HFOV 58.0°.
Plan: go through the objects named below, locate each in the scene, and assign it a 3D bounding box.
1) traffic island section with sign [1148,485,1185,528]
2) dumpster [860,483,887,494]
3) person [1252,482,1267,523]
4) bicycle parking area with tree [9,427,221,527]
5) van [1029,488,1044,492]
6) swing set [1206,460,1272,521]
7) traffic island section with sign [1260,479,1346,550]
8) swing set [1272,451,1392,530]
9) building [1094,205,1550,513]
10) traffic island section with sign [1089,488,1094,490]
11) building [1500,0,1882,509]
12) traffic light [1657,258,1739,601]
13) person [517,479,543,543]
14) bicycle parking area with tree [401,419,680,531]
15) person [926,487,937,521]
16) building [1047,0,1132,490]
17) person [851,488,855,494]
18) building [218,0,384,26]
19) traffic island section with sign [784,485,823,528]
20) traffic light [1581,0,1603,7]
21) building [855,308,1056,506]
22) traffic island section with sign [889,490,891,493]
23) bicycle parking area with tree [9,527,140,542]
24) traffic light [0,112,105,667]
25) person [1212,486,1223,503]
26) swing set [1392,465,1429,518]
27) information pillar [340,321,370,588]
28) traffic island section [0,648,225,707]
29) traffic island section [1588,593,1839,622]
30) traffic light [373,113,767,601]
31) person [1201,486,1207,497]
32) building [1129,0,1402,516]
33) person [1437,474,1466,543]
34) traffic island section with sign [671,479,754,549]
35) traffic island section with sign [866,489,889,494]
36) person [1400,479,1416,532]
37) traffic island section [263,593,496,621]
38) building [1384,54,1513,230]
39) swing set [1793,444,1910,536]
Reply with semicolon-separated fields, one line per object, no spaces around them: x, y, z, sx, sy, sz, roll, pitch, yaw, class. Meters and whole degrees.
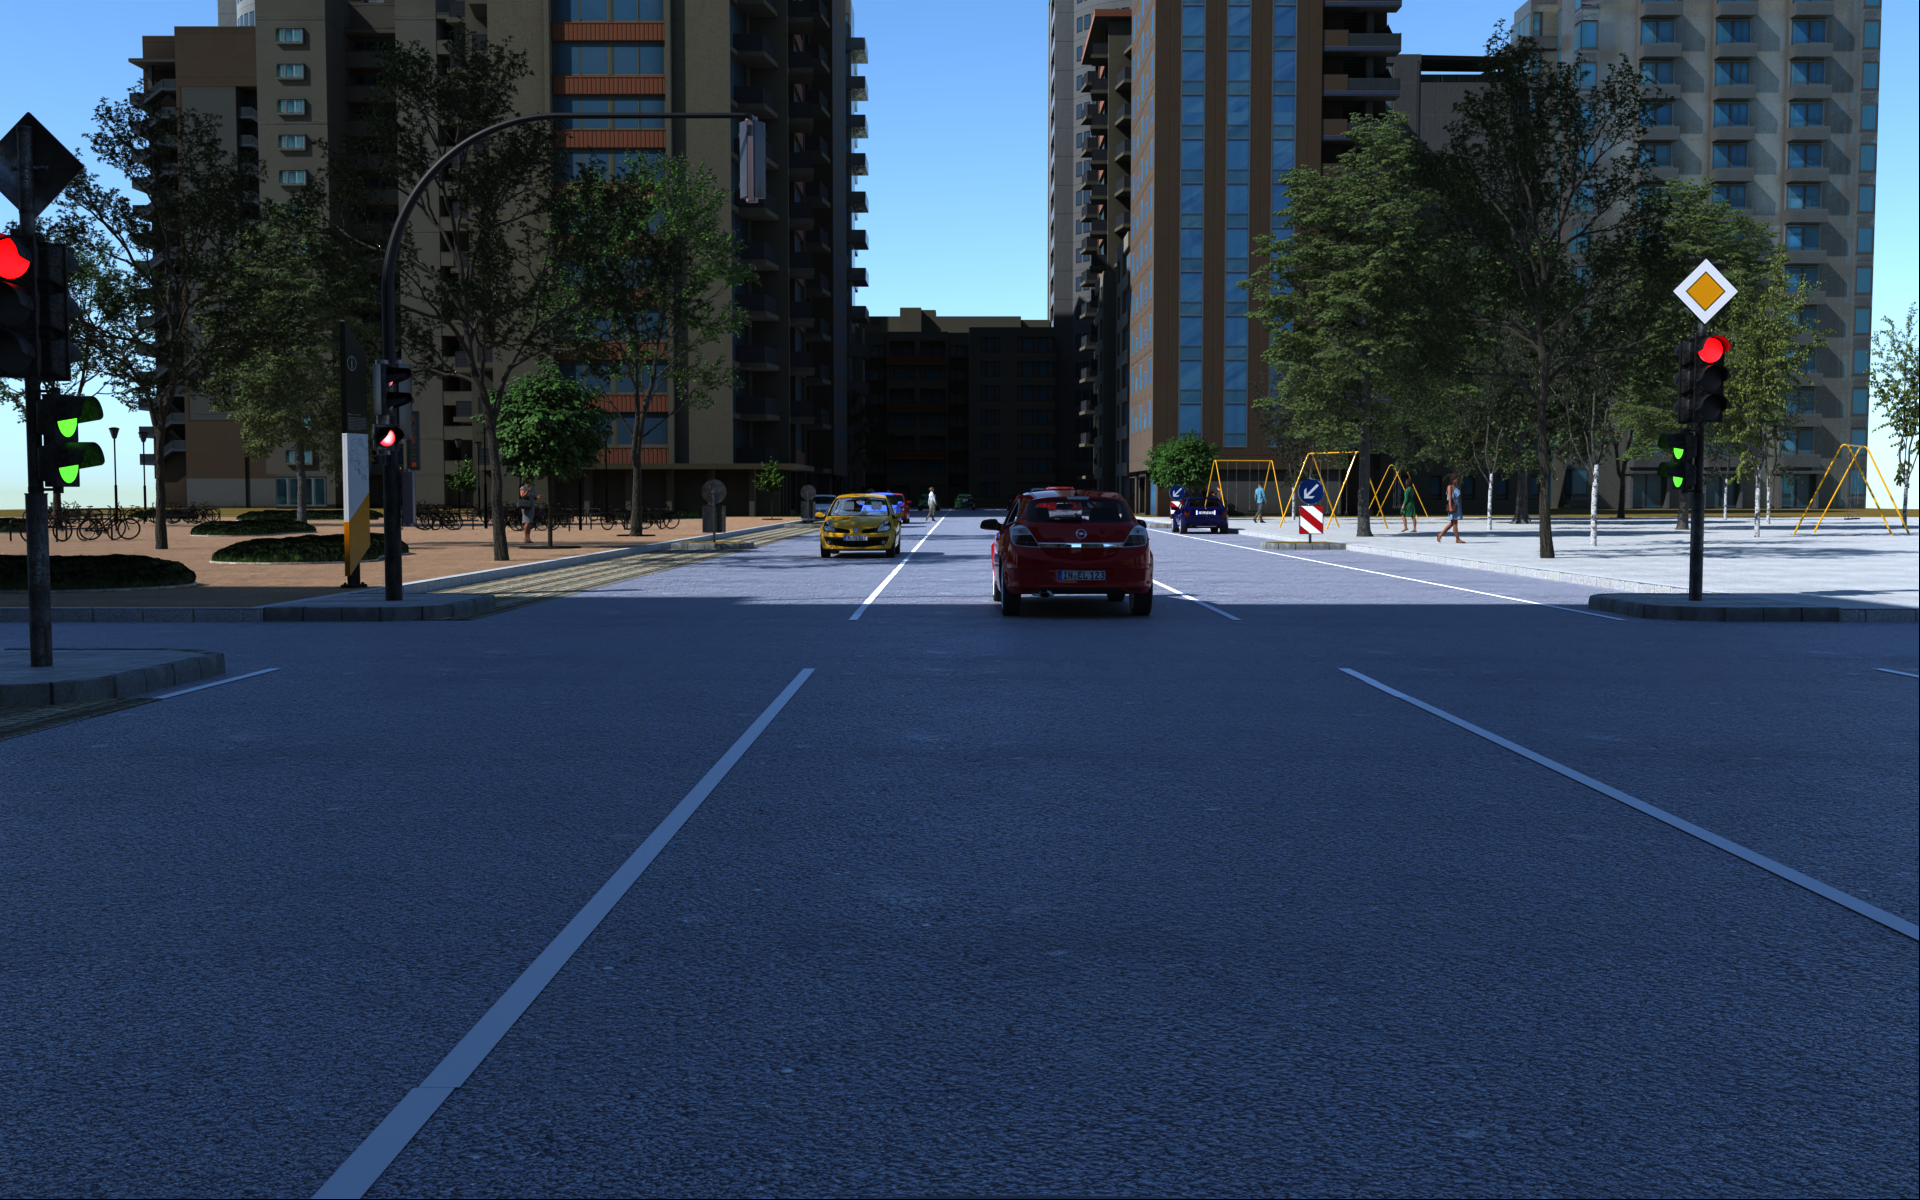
9.018;-3.967;73.489;1.989;1.847;2.006;0;4;0;traffic island section with sign
-6.489;-7.657;130.141;1.985;2.255;1.502;0;4;2;dumpster
13.333;-4.365;77.272;0.748;1.841;0.638;-1;4;-18;person
-37.118;-5.515;77.165;9.016;4.147;8.231;0;4;1;bicycle parking area with tree
5.479;-6.988;121.267;2.013;2.044;4.112;0;4;-1;van
13.136;-5.020;79.704;3.119;2.851;2.862;-1;4;-16;swing set
8.955;-2.254;45.476;1.989;1.847;2.006;0;4;0;traffic island section with sign
13.827;-4.090;64.490;2.862;2.851;3.119;-2;4;-26;swing set
24.892;-17.333;128.434;27.650;21.520;28.899;0;4;0;building
9.147;-6.973;122.631;1.989;1.847;2.006;0;4;0;traffic island section with sign
66.137;-33.003;159.211;30.456;49.044;23.786;0;4;0;building
8.847;-1.948;20.763;0.839;4.253;0.868;0;4;0;traffic light
-11.313;-2.388;45.438;0.532;1.782;0.716;2;4;28;person
-15.447;-4.648;62.995;9.016;4.147;8.231;-3;5;-40;bicycle parking area with tree
-1.515;-5.004;90.539;0.641;1.798;0.478;-1;4;-12;person
24.033;-39.544;188.535;28.212;58.520;21.231;0;4;0;building
-8.667;-8.256;141.737;0.721;1.736;1.217;-3;5;-43;person
-64.454;-39.569;188.956;28.212;58.520;21.231;0;4;0;building
-6.388;-3.958;73.349;1.989;1.847;2.006;0;4;0;traffic island section with sign
6.735;-2.323;12.642;4.771;5.953;1.251;0;4;0;traffic light
-4.513;-21.301;193.317;28.899;21.520;27.650;0;4;0;building
-6.213;-8.642;149.928;1.989;1.847;2.006;0;4;0;traffic island section with sign
-27.877;-3.654;46.739;8.231;4.147;9.016;3;4;36;bicycle parking area with tree
-6.834;-1.461;12.801;0.839;4.253;0.868;0;4;0;traffic light
14.440;-5.558;97.445;0.750;1.759;0.617;1;4;21;person
23.420;-5.829;92.929;2.862;2.851;3.119;2;4;26;swing set
-8.286;-1.979;23.717;0.183;3.616;0.504;1;4;16;information pillar
-6.875;0.572;12.936;2.009;0.180;2.903;0;4;0;traffic island section
8.887;0.086;20.877;2.009;0.180;2.903;0;4;0;traffic island section
-4.722;-2.823;20.816;4.771;5.953;1.251;0;4;0;traffic light
14.052;-5.647;98.899;0.721;1.766;1.217;0;4;1;person
18.024;-27.872;105.812;14.600;45.320;14.200;0;4;0;building
12.812;-2.388;45.180;0.778;1.811;0.616;2;4;35;person
-6.465;-2.257;45.524;1.989;1.847;2.006;0;4;0;traffic island section with sign
-6.276;-6.994;122.973;1.989;1.847;2.006;0;4;0;traffic island section with sign
15.066;-3.168;58.095;0.529;1.795;0.600;2;4;35;person
-6.855;0.083;20.921;2.009;0.180;2.903;0;4;0;traffic island section
43.487;-29.436;164.874;14.086;41.232;14.154;0;4;0;building
28.505;-3.524;55.230;2.862;2.851;3.119;3;4;38;swing set
